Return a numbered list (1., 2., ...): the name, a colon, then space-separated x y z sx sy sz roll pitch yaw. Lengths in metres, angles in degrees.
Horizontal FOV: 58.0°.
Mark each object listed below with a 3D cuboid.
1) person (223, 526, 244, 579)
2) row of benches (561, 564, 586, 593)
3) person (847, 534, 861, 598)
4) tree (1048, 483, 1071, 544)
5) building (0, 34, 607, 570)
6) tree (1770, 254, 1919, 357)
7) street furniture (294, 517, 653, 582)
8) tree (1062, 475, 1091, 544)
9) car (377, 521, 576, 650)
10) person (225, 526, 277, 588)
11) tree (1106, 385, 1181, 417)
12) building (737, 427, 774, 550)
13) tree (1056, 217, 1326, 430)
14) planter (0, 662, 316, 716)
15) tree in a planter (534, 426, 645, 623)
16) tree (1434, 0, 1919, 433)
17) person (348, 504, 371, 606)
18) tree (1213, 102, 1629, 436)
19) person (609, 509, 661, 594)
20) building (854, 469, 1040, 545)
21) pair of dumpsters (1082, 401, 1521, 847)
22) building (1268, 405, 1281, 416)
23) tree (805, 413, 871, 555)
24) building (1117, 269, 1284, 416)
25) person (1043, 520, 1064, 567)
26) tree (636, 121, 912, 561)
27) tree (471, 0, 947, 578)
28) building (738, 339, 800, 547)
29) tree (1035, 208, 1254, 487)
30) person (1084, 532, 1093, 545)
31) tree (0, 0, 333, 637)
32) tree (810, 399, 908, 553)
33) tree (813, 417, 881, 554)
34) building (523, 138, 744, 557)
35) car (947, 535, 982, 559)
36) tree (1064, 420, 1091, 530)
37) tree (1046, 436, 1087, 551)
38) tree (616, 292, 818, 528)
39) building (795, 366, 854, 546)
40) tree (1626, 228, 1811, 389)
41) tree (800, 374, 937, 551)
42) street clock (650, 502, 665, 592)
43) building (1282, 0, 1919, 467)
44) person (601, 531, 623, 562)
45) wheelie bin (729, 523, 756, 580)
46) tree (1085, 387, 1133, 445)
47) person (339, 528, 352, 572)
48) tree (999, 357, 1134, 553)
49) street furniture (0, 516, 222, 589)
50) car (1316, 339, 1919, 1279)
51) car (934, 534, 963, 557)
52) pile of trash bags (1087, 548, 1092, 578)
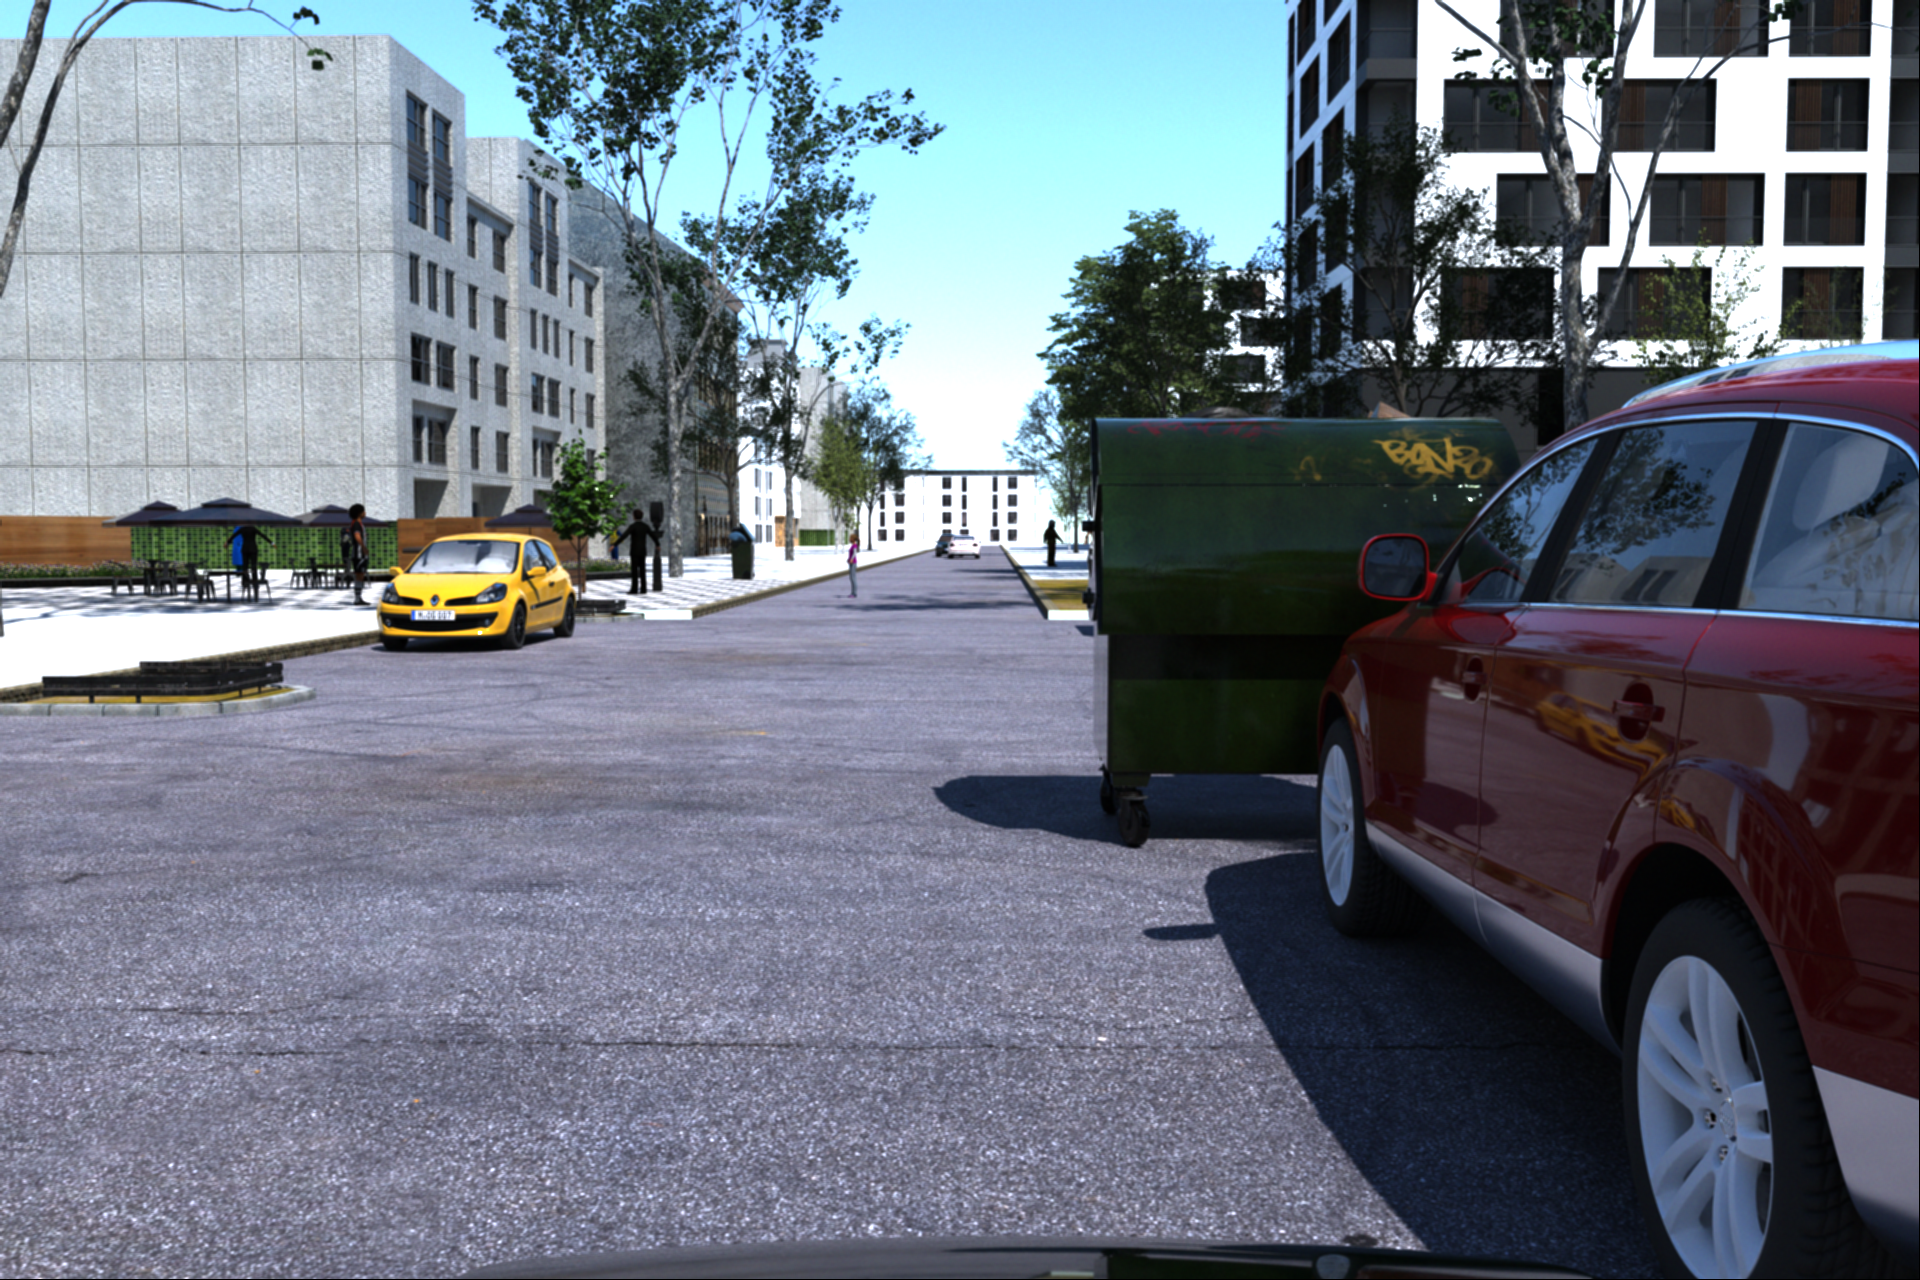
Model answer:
1. person: -20.747 -2.672 49.818 1.347 1.817 0.704 3 5 39
2. row of benches: -8.764 -1.240 35.743 1.422 0.672 4.104 1 4 9
3. person: -2.476 -1.676 39.121 0.599 1.433 0.991 0 4 -8
4. tree: 13.649 -16.902 226.710 4.737 8.622 4.395 0 3 0
5. building: -27.993 -12.920 77.698 16.747 18.905 31.486 0 4 2
6. tree: 23.295 -5.885 46.575 4.360 8.622 3.978 0 3 0
7. street furniture: -12.083 -2.571 48.882 9.812 1.723 11.010 1 4 17
8. tree: 16.472 -17.417 219.178 7.601 10.594 8.767 0 4 -4
9. car: -6.278 -0.763 22.704 2.015 1.641 3.980 0 4 1
10. person: -16.787 -2.096 40.989 1.216 1.740 0.721 0 4 -2
11. tree: 7.468 -7.293 69.609 4.360 8.622 3.978 0 3 0
12. building: -20.373 -12.649 148.957 9.099 9.664 28.070 0 4 1
13. tree: 6.509 -7.090 50.336 8.767 10.594 7.601 1 4 20
14. planter: -6.606 0.400 14.604 1.991 0.319 1.994 0 4 2
15. tree in a planter: -6.366 -1.937 28.893 1.991 3.239 1.994 0 4 1
16. tree: 8.700 -10.309 24.440 12.611 20.169 13.585 0 3 0
17. person: -10.747 -1.524 31.067 0.704 1.843 1.345 -1 4 -21
18. tree: 9.906 -6.268 36.888 8.767 10.594 7.601 0 4 -4
19. person: -6.878 -1.879 36.907 0.705 1.806 1.347 3 5 42
20. building: -4.216 -17.088 223.990 28.070 9.664 9.099 1 4 10
21. pair of dumpsters: 2.807 -0.210 8.379 4.436 2.255 1.574 0 4 1
22. building: 25.119 -9.845 103.110 9.099 9.664 28.070 0 4 1
23. tree: -7.421 -9.431 104.567 4.737 8.622 4.395 0 3 0
24. building: 27.244 -18.722 150.083 27.936 21.610 32.646 0 4 1
25. person: 3.650 -3.842 68.592 0.705 1.858 1.354 3 4 36
26. tree: -8.690 -13.768 81.000 12.611 20.169 13.585 0 3 0
27. tree: -7.263 -11.845 49.552 12.611 20.169 13.585 0 3 0
28. building: -22.058 -19.112 168.900 16.016 20.090 11.380 0 4 1
29. tree: 6.461 -8.711 60.559 7.486 12.596 7.792 0 3 0
30. person: 4.470 -3.056 56.764 1.217 1.733 0.721 -3 5 -44
31. tree: -11.079 -10.034 19.951 12.611 20.169 13.585 0 3 0
32. tree: -6.767 -11.293 119.056 7.601 10.594 8.767 -3 5 -43
33. tree: -7.142 -9.746 109.711 4.737 8.622 4.395 0 3 0
34. building: -23.992 -16.807 105.727 19.493 23.208 18.063 0 4 0
35. car: 0.247 -5.467 101.743 2.083 1.381 4.827 0 4 1
36. tree: 7.342 -8.841 94.917 4.360 8.622 3.978 0 3 0
37. tree: 8.256 -11.021 130.558 4.360 8.622 3.978 0 3 0
38. tree: -8.965 -8.112 67.041 7.601 10.594 8.767 1 4 20
39. building: -21.920 -20.323 198.739 16.747 18.905 31.486 0 4 2
40. tree: 18.419 -5.646 42.676 4.737 8.622 4.395 0 3 0
41. tree: -6.923 -13.587 132.513 12.009 13.543 11.850 0 3 0
42. street clock: -6.758 -2.083 38.634 0.358 2.002 0.471 0 4 1
43. building: 26.431 -13.764 69.009 27.936 21.610 32.646 0 4 1
44. person: -13.812 -3.819 68.905 1.216 1.772 0.721 3 4 36
45. wheelie bin: -6.163 -2.514 49.004 0.693 1.594 0.980 0 4 3
46. tree: 7.357 -8.085 82.556 4.360 8.622 3.978 0 3 0
47. person: -18.548 -2.840 52.205 0.705 1.856 1.354 -1 4 -22
48. tree: 7.699 -12.525 115.147 12.009 13.543 11.850 0 3 0
49. street furniture: -22.754 -2.258 43.768 9.812 1.723 11.010 3 4 38
50. car: 2.329 0.252 4.555 2.281 1.827 5.304 0 4 1
51. car: -0.630 -6.087 109.301 2.009 1.686 4.222 0 4 1
52. pile of trash bags: 3.728 -1.725 37.951 1.912 1.369 3.447 0 4 -1
